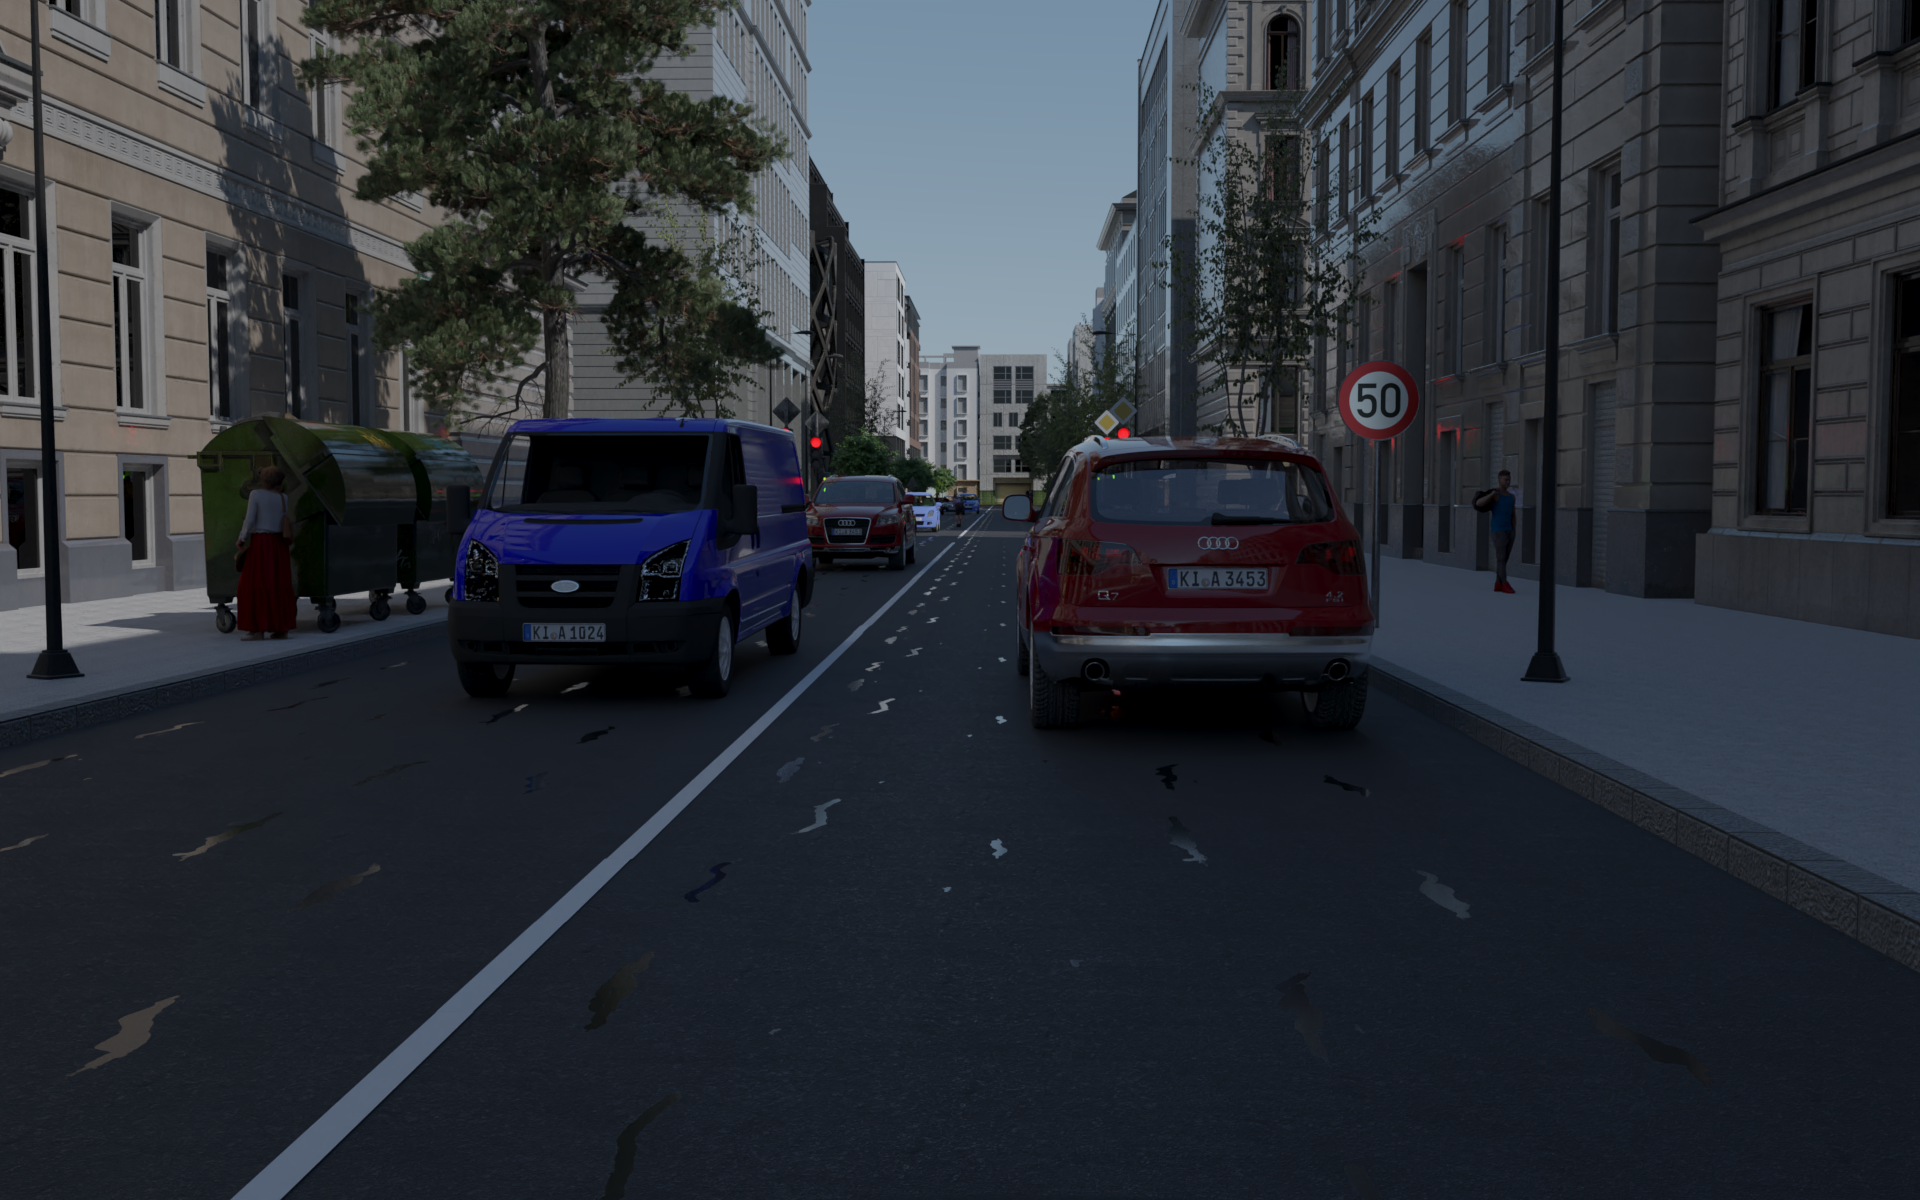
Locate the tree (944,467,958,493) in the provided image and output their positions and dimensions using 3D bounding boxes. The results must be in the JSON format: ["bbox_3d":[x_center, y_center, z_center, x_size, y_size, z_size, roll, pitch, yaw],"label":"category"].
[{"bbox_3d":[-3.326,-9.825,144.348,4.285,4.588,4.351,0,3,0],"label":"tree"}]

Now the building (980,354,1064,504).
[{"bbox_3d":[18.491,-22.068,227.275,31.486,18.905,16.747,0,4,1],"label":"building"}]

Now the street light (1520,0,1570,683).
[{"bbox_3d":[3.490,-2.399,11.765,1.470,5.913,1.316,0,4,1],"label":"street light"}]

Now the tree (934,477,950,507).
[{"bbox_3d":[-2.165,-11.253,178.580,1.663,3.219,1.824,0,3,0],"label":"tree"}]

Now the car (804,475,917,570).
[{"bbox_3d":[-1.981,-1.570,34.350,2.281,1.827,5.304,0,4,2],"label":"car"}]

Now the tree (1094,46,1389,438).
[{"bbox_3d":[5.104,-4.844,29.556,4.360,8.622,3.978,0,3,0],"label":"tree"}]

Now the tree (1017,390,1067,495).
[{"bbox_3d":[10.767,-18.469,209.385,7.806,13.903,7.818,0,3,0],"label":"tree"}]

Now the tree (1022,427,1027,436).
[{"bbox_3d":[6.794,-10.568,123.152,4.360,8.622,3.978,0,3,0],"label":"tree"}]

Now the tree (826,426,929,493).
[{"bbox_3d":[-4.649,-6.021,82.154,4.285,4.588,4.351,0,3,0],"label":"tree"}]

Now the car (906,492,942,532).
[{"bbox_3d":[-1.648,-3.449,65.989,1.945,1.707,3.694,0,4,1],"label":"car"}]

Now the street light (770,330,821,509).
[{"bbox_3d":[-4.839,-4.693,49.273,1.470,5.913,1.316,0,4,1],"label":"street light"}]

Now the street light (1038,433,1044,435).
[{"bbox_3d":[6.642,-9.750,131.961,1.470,5.913,1.316,0,4,1],"label":"street light"}]

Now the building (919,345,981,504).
[{"bbox_3d":[-2.955,-22.666,227.014,11.380,20.091,16.016,0,4,1],"label":"building"}]

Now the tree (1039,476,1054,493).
[{"bbox_3d":[8.040,-9.834,155.379,1.663,3.219,1.824,0,3,0],"label":"tree"}]

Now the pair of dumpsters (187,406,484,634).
[{"bbox_3d":[-6.293,-0.942,17.891,1.574,2.255,4.436,0,4,2],"label":"pair of dumpsters"}]

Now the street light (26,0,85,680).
[{"bbox_3d":[-5.791,-2.409,11.926,1.470,5.913,1.316,0,4,1],"label":"street light"}]

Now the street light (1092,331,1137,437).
[{"bbox_3d":[4.455,-4.696,49.328,1.470,5.913,1.316,0,4,1],"label":"street light"}]

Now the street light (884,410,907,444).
[{"bbox_3d":[-3.644,-7.546,95.920,1.470,5.913,1.316,0,4,1],"label":"street light"}]

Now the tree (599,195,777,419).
[{"bbox_3d":[-6.139,-5.546,41.033,4.737,8.622,4.395,0,3,0],"label":"tree"}]

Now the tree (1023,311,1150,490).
[{"bbox_3d":[5.753,-7.254,68.959,4.737,8.622,4.395,0,3,0],"label":"tree"}]

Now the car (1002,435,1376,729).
[{"bbox_3d":[1.444,-0.210,12.112,2.281,1.827,5.304,0,4,0],"label":"car"}]

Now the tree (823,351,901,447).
[{"bbox_3d":[-4.839,-8.456,88.621,4.360,8.622,3.978,0,3,0],"label":"tree"}]

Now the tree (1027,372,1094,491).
[{"bbox_3d":[6.919,-9.454,104.939,4.360,8.622,3.978,0,3,0],"label":"tree"}]

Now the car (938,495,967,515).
[{"bbox_3d":[-0.519,-6.580,120.164,1.945,1.354,3.894,0,4,0],"label":"car"}]

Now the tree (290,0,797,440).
[{"bbox_3d":[-5.895,-6.296,24.989,6.751,12.117,7.091,0,3,0],"label":"tree"}]

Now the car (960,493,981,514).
[{"bbox_3d":[0.594,-7.227,127.748,1.945,1.707,3.694,0,4,0],"label":"car"}]

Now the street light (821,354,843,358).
[{"bbox_3d":[-4.588,-5.211,57.745,1.470,5.913,1.316,0,4,1],"label":"street light"}]

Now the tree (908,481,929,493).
[{"bbox_3d":[-3.286,-8.857,139.409,1.663,3.219,1.824,0,3,0],"label":"tree"}]

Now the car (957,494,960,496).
[{"bbox_3d":[0.351,-8.890,157.156,2.131,1.459,4.920,0,4,3],"label":"car"}]

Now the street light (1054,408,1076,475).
[{"bbox_3d":[5.668,-7.387,93.317,1.470,5.913,1.316,0,4,1],"label":"street light"}]

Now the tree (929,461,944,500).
[{"bbox_3d":[-4.083,-9.087,132.285,4.285,4.588,4.351,0,3,0],"label":"tree"}]
